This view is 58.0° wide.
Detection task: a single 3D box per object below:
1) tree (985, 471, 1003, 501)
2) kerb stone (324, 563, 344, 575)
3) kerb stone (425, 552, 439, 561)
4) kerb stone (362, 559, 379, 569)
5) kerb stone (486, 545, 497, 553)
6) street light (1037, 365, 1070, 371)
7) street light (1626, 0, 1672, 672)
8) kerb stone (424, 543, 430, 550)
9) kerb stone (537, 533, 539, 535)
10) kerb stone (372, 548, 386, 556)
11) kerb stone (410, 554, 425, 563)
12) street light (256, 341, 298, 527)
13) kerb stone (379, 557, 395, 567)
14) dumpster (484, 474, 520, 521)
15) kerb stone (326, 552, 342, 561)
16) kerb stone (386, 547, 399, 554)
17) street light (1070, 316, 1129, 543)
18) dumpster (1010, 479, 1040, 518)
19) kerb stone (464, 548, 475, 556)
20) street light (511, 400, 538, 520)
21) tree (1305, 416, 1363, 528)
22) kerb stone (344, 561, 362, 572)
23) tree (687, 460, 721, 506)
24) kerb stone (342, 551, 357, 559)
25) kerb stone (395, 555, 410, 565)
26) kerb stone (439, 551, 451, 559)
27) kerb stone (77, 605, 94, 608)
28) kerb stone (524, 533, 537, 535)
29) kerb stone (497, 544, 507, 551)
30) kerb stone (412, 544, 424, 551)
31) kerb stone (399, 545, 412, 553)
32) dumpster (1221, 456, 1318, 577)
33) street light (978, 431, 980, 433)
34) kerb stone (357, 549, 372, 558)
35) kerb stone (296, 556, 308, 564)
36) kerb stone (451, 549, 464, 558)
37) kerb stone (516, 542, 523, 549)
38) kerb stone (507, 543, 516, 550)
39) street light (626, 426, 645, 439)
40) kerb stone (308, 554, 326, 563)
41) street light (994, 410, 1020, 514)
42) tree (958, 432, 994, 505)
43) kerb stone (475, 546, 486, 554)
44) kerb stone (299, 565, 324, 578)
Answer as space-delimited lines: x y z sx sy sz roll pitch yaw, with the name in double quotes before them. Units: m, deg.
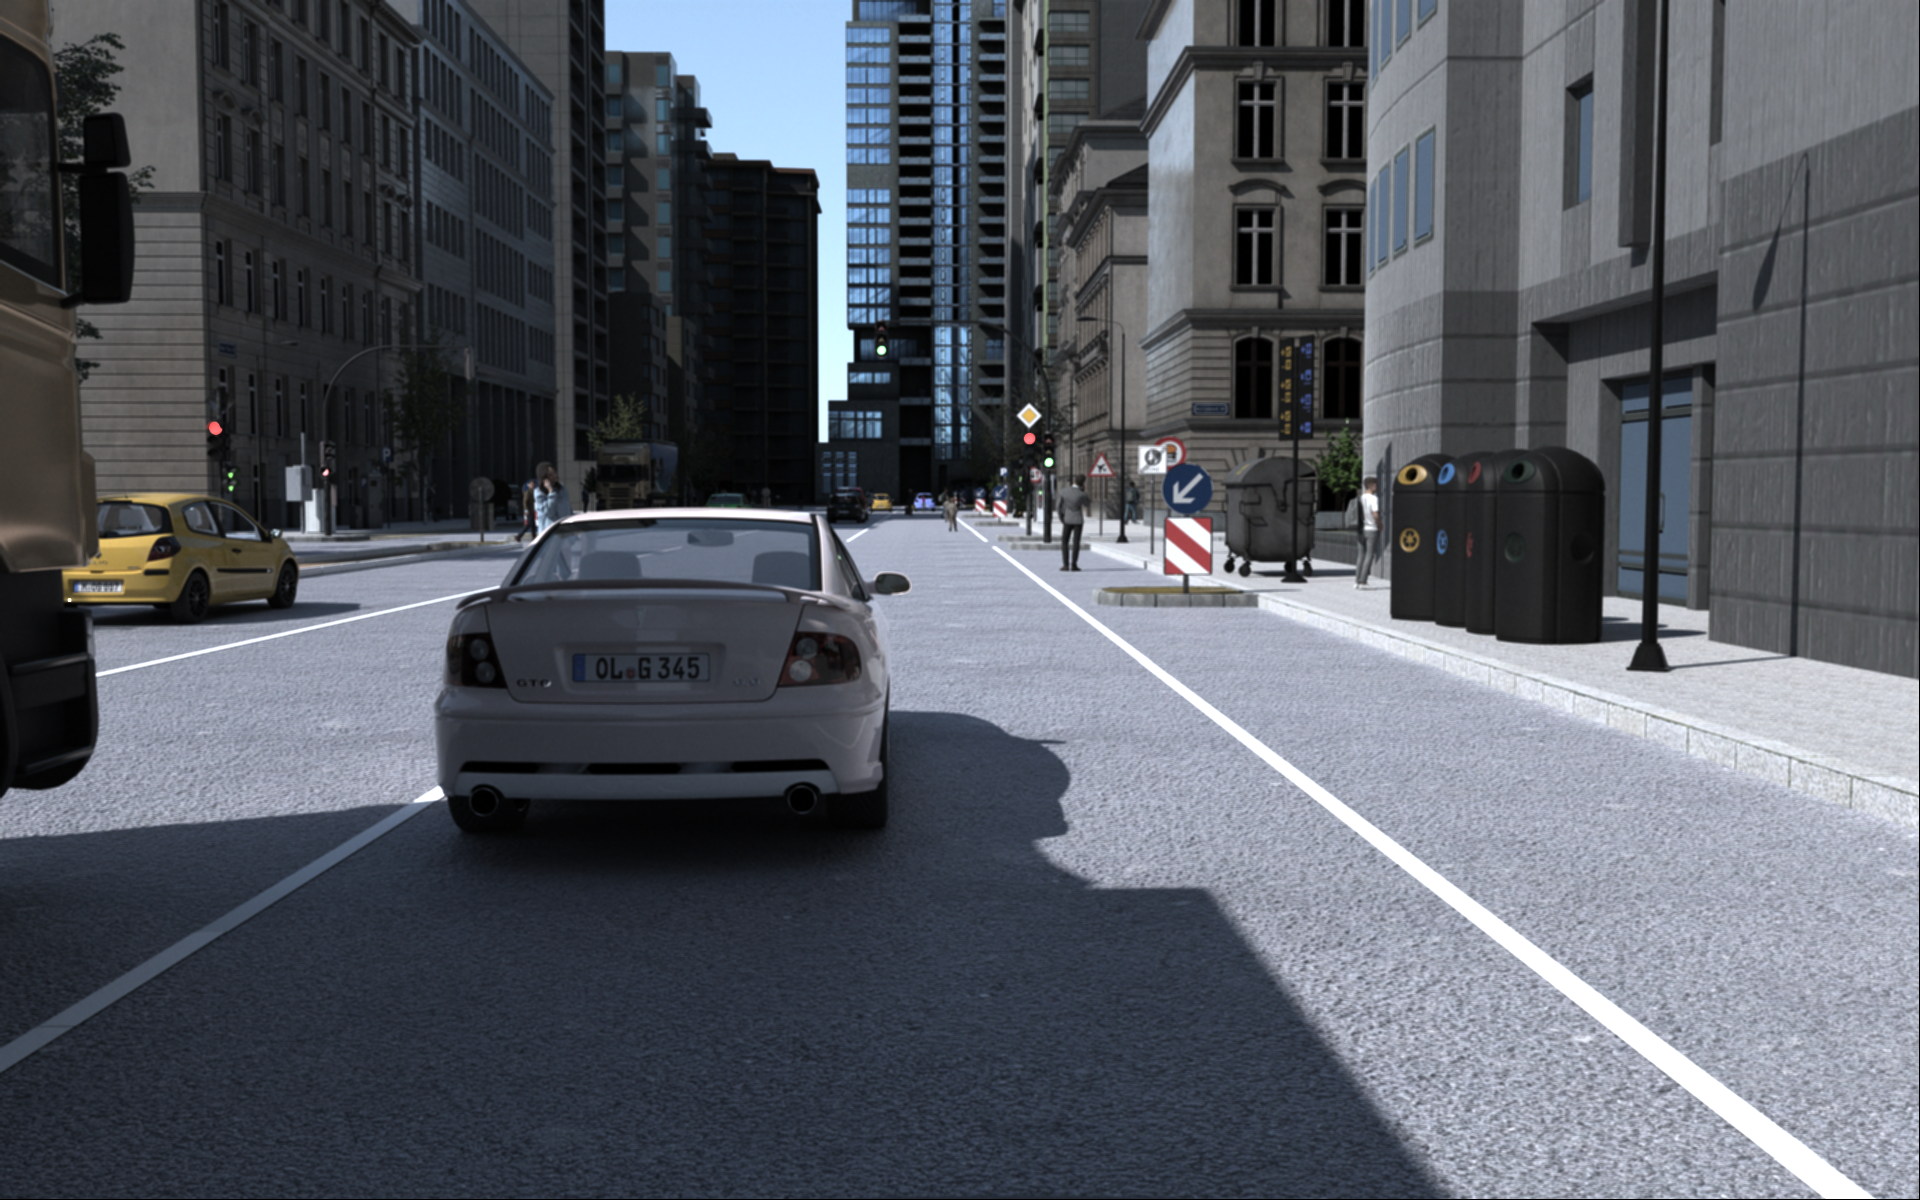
"tree" 3.164 -9.193 144.907 1.663 3.219 1.824 0 3 0
"kerb stone" -11.373 -0.551 31.209 0.120 0.150 1.000 0 4 -1
"kerb stone" -11.498 -0.924 37.344 0.120 0.150 1.000 0 4 -1
"kerb stone" -11.419 -0.667 33.254 0.120 0.150 1.000 0 4 -1
"kerb stone" -11.600 -1.238 42.464 0.120 0.150 1.000 0 4 -1
"street light" 3.473 -5.490 62.304 1.470 5.913 1.316 0 4 -1
"street light" 4.490 -2.442 12.464 1.470 5.913 1.316 0 4 -1
"kerb stone" -13.747 -1.358 44.485 0.120 0.150 1.000 0 4 -1
"kerb stone" -14.009 -2.149 57.335 0.120 0.150 1.000 0 4 -1
"kerb stone" -13.666 -1.112 40.384 0.120 0.150 1.000 0 4 -1
"kerb stone" -11.483 -0.864 36.321 0.120 0.150 1.000 0 4 -1
"street light" -20.833 -4.911 52.830 1.470 5.913 1.316 0 4 -1
"kerb stone" -11.439 -0.733 34.276 0.120 0.150 1.000 0 4 -1
"dumpster" -22.120 -4.949 83.413 1.502 2.255 1.985 0 4 -1
"kerb stone" -13.605 -0.917 37.312 0.120 0.150 1.000 0 4 -1
"kerb stone" -13.681 -1.175 41.407 0.120 0.150 1.000 0 4 -1
"street light" 3.737 -4.460 45.455 1.470 5.913 1.316 0 4 -1
"dumpster" 3.453 -5.472 91.955 1.502 2.255 1.985 0 4 -1
"kerb stone" -11.568 -1.114 40.411 0.120 0.150 1.000 0 4 -1
"street light" -21.472 -6.899 85.339 1.470 5.913 1.316 0 4 -1
"tree" 9.667 -2.980 43.318 1.663 3.219 1.824 0 3 0
"kerb stone" -11.394 -0.614 32.232 0.120 0.150 1.000 0 4 -1
"tree" -24.626 -11.185 166.589 4.285 4.588 4.351 0 3 0
"kerb stone" -13.631 -0.987 38.337 0.120 0.150 1.000 0 4 -1
"kerb stone" -11.463 -0.797 35.299 0.120 0.150 1.000 0 4 -1
"kerb stone" -11.520 -0.989 38.367 0.120 0.150 1.000 0 4 -1
"kerb stone" -11.184 0.013 21.982 0.120 0.150 1.000 0 4 -1
"kerb stone" -13.993 -2.087 56.313 0.120 0.150 1.000 0 4 -1
"kerb stone" -11.627 -1.302 43.486 0.120 0.150 1.000 0 4 -1
"kerb stone" -13.728 -1.300 43.456 0.120 0.150 1.000 0 4 -1
"kerb stone" -13.703 -1.229 42.429 0.120 0.150 1.000 0 4 -1
"dumpster" 4.902 -1.326 27.433 1.264 1.857 1.865 0 4 -1
"street light" 2.006 -9.540 128.520 1.470 5.913 1.316 0 4 -1
"kerb stone" -13.641 -1.050 39.363 0.120 0.150 1.000 0 4 -1
"kerb stone" -13.559 -0.796 35.256 0.120 0.150 1.000 0 4 -1
"kerb stone" -11.535 -1.047 39.390 0.120 0.150 1.000 0 4 -1
"kerb stone" -11.670 -1.428 45.537 0.120 0.150 1.000 0 4 -1
"kerb stone" -11.655 -1.362 44.508 0.120 0.150 1.000 0 4 -1
"street light" -22.162 -8.897 118.015 1.470 5.913 1.316 0 4 -1
"kerb stone" -13.576 -0.860 36.281 0.120 0.150 1.000 0 4 -1
"street light" 2.726 -7.505 95.252 1.470 5.913 1.316 0 4 -1
"tree" 1.917 -15.526 204.207 4.737 8.622 4.395 0 3 0
"kerb stone" -11.582 -1.177 41.443 0.120 0.150 1.000 0 4 -1
"kerb stone" -11.357 -0.489 30.187 0.120 0.150 1.000 0 4 -1
